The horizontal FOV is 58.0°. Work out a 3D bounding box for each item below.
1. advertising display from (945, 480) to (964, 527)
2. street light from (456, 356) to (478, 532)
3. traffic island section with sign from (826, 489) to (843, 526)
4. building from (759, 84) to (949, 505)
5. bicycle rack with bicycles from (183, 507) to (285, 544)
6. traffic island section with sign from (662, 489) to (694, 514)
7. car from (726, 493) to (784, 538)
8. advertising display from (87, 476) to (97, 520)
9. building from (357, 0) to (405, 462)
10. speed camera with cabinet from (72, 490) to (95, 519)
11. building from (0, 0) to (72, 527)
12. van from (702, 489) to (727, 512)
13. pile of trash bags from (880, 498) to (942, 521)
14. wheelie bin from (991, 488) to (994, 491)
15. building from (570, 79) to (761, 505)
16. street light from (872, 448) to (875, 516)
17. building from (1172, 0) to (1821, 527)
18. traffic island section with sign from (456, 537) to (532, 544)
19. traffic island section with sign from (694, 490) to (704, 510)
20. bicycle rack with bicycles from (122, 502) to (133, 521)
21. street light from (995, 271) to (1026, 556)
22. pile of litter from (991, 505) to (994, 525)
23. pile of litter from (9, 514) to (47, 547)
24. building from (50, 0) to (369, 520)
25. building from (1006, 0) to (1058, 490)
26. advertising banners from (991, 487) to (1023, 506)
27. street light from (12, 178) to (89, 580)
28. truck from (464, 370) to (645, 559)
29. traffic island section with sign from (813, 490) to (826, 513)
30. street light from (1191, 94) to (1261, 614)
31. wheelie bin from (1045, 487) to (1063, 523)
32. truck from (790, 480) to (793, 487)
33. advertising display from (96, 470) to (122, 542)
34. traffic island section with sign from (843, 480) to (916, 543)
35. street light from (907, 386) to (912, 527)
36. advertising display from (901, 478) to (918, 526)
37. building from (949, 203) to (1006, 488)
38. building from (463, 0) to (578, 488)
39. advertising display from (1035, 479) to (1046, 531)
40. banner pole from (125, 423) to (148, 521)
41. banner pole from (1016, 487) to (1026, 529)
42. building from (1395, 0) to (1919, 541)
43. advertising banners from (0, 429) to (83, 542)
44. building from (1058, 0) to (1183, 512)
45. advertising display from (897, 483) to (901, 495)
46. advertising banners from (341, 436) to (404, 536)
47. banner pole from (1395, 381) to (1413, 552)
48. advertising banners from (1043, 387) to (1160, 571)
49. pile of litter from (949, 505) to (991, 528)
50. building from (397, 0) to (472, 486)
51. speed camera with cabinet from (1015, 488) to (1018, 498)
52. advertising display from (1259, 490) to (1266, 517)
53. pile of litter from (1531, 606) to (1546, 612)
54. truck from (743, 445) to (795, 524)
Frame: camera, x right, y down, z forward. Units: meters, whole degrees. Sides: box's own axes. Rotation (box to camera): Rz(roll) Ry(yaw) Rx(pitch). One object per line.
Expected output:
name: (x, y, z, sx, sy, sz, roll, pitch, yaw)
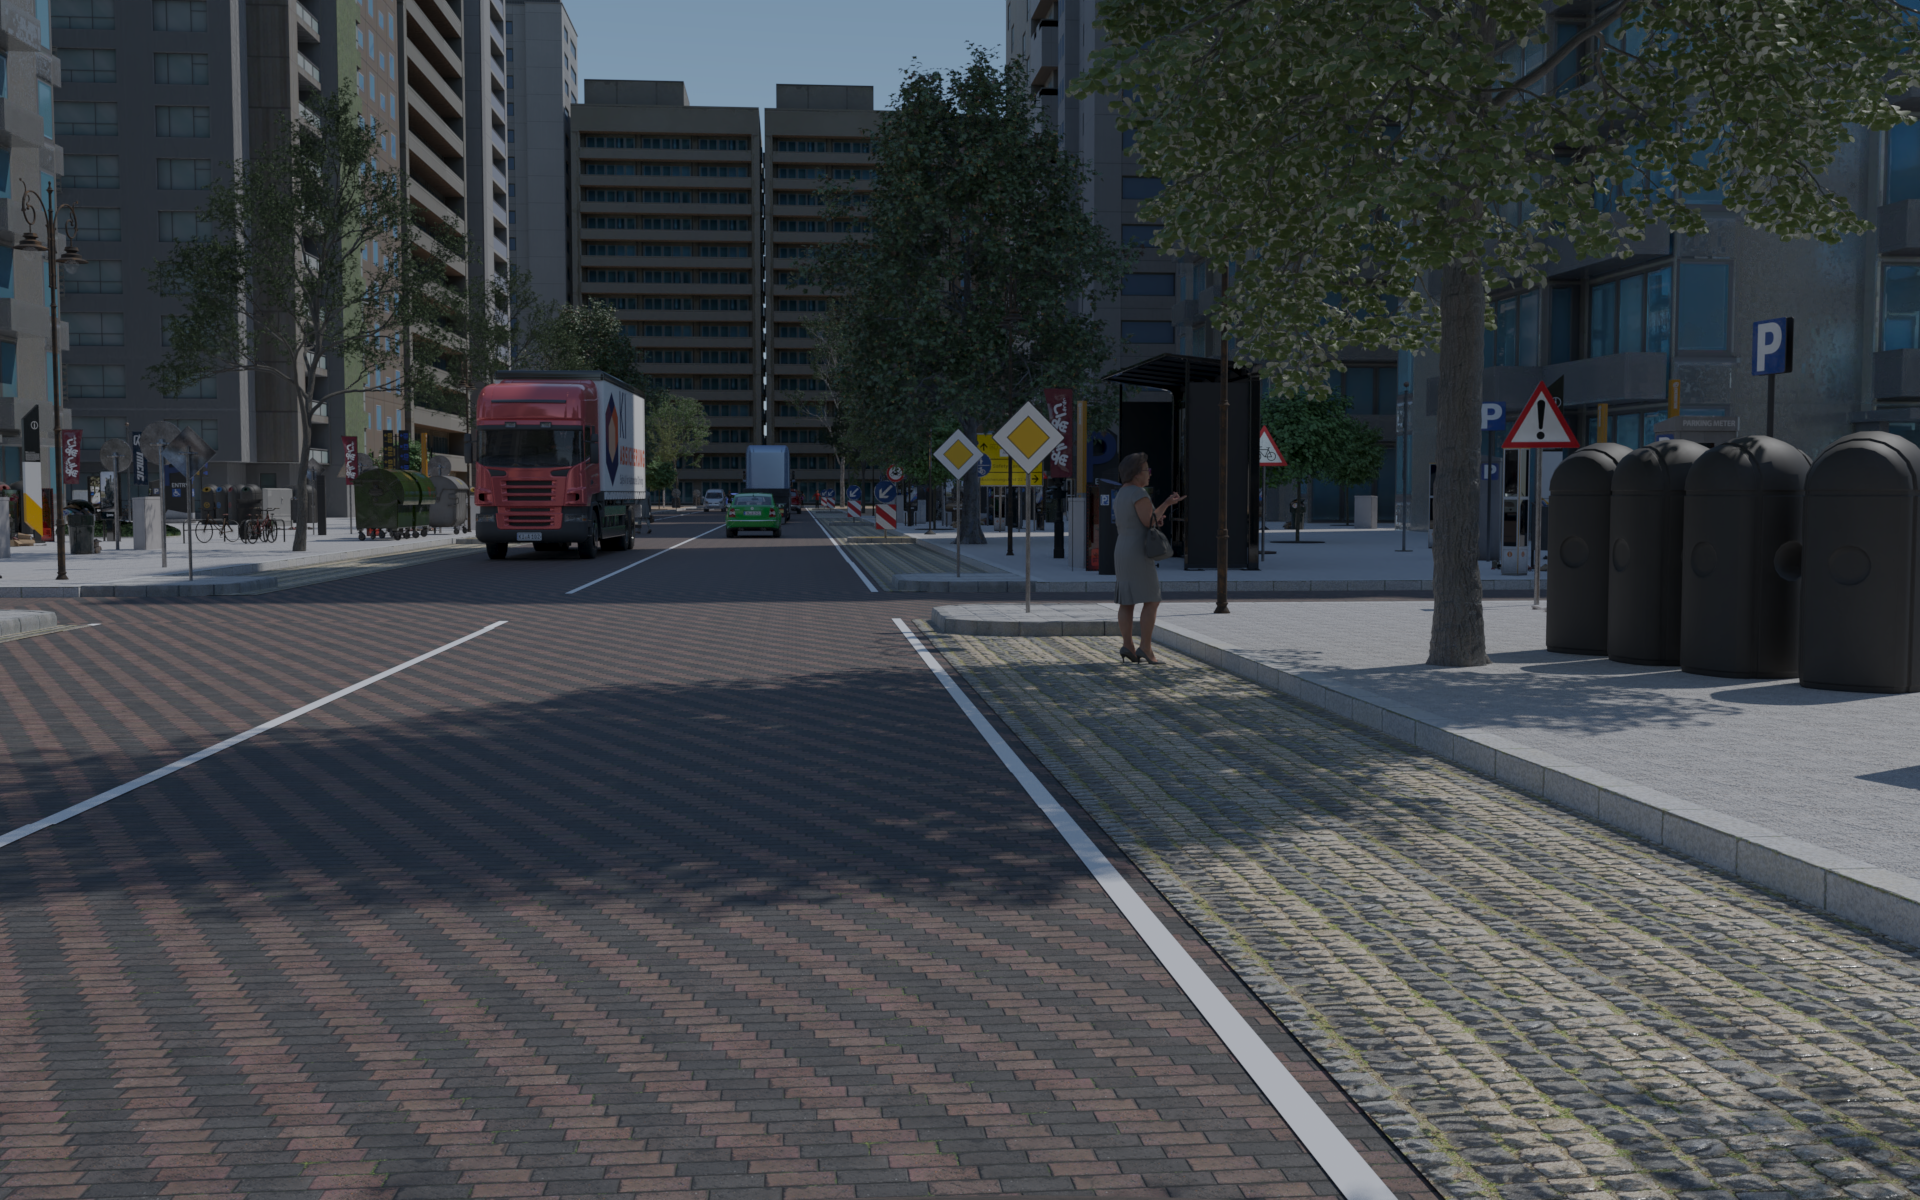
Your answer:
advertising display: (-0.099, -3.826, 67.773, 0.974, 1.923, 0.123, 0, 4, 4)
street light: (-16.499, -5.215, 58.053, 0.468, 5.910, 1.993, 0, 4, -5)
traffic island section with sign: (-4.905, -4.244, 78.017, 1.989, 1.847, 2.006, 0, 4, -5)
building: (-12.748, -35.809, 209.176, 21.600, 48.544, 21.300, 0, 4, -5)
bicycle rack with bicycles: (-18.913, -1.975, 45.670, 2.852, 0.926, 2.925, 1, 4, 12)
traffic island section with sign: (-20.745, -7.237, 126.948, 1.989, 1.847, 2.006, 0, 4, -5)
car: (-6.916, -3.028, 58.309, 1.959, 1.807, 4.718, 0, 4, -5)
advertising display: (-30.126, -3.391, 60.658, 0.123, 1.923, 0.974, 1, 4, 17)
building: (-42.581, -27.808, 104.773, 14.600, 45.320, 14.200, 0, 4, -5)
speed camera with cabinet: (-38.237, -4.903, 74.507, 2.038, 3.252, 0.660, -2, 4, -28)
building: (-44.018, -26.573, 54.075, 23.786, 49.044, 30.456, 0, 4, -5)
van: (-19.871, -8.159, 140.409, 2.013, 2.044, 4.112, 0, 4, -4)
pile of trash bags: (-2.782, -5.049, 92.305, 3.447, 1.369, 1.912, -3, 5, -43)
wheelie bin: (1.946, -5.397, 96.149, 0.980, 1.594, 0.693, -2, 4, -23)
building: (-34.230, -35.670, 206.914, 21.600, 48.544, 21.300, 0, 4, -5)
street light: (-5.071, -7.856, 101.234, 0.468, 5.910, 1.993, 0, 4, -5)
building: (23.506, -28.656, 88.132, 23.786, 49.044, 30.456, 0, 4, -5)
traffic island section with sign: (-13.415, -2.539, 50.140, 1.989, 1.847, 2.006, 0, 4, -5)
traffic island section with sign: (-23.310, -8.878, 153.782, 1.989, 1.847, 2.006, 0, 4, -5)
bicycle rack with bicycles: (-38.873, -4.174, 81.632, 2.925, 0.926, 2.852, 0, 4, 1)
street light: (1.047, -3.867, 36.017, 0.468, 5.910, 1.993, 0, 4, -5)
pile of litter: (1.308, -3.500, 71.182, 1.719, 0.858, 1.176, 1, 4, 22)
pile of litter: (-23.269, -1.742, 42.449, 1.719, 0.858, 1.176, -3, 5, -43)
building: (-40.098, -24.886, 90.486, 14.154, 41.232, 14.086, 0, 4, -5)
building: (18.840, -34.363, 151.067, 28.713, 52.752, 27.495, 0, 4, -5)
advertising banners: (2.161, -5.206, 81.298, 2.074, 3.025, 0.090, 2, 4, 28)
street light: (-13.445, -3.239, 25.753, 0.468, 5.910, 1.993, 0, 4, -5)
truck: (-9.446, -3.221, 41.585, 2.839, 4.237, 11.283, 0, 4, -4)
traffic island section with sign: (-9.673, -7.301, 127.992, 1.989, 1.847, 2.006, 0, 4, -5)
street light: (2.819, -2.794, 18.464, 0.468, 5.910, 1.993, 0, 4, -5)
wheelie bin: (4.191, -4.272, 77.756, 0.980, 1.594, 0.693, 3, 5, 43)
truck: (-16.122, -9.906, 150.875, 2.839, 4.237, 11.283, 0, 4, -4)
advertising display: (-23.009, -2.552, 46.934, 0.974, 1.923, 0.123, 3, 4, 38)
traffic island section with sign: (-2.341, -2.603, 51.184, 1.989, 1.847, 2.006, 0, 4, -5)
street light: (-1.992, -5.843, 68.318, 0.468, 5.910, 1.993, 0, 4, -5)
advertising display: (-1.996, -3.968, 70.095, 0.123, 1.923, 0.974, 2, 4, 28)
building: (5.377, -34.107, 207.764, 14.200, 45.320, 14.600, 0, 4, -5)
building: (-59.471, -40.510, 204.338, 28.212, 58.520, 21.231, 0, 4, -5)
advertising display: (2.835, -3.418, 61.102, 0.123, 1.923, 0.974, -1, 4, -13)
banner pole: (-28.966, -4.333, 60.859, 0.863, 3.779, 0.401, -2, 4, -32)
banner pole: (2.361, -4.502, 63.632, 0.401, 3.779, 0.863, 2, 4, 30)
building: (29.048, -26.406, 51.345, 30.456, 49.044, 23.786, 0, 4, -5)
advertising banners: (-24.592, -3.070, 46.380, 2.074, 3.025, 0.090, -1, 4, -20)
building: (17.513, -35.525, 122.838, 21.231, 58.520, 28.212, 0, 4, -5)
advertising display: (-3.148, -5.848, 100.832, 0.974, 1.923, 0.123, -1, 4, -9)
advertising banners: (-17.792, -3.449, 52.583, 0.090, 3.025, 2.074, 3, 5, 42)
banner pole: (9.956, -2.985, 38.816, 0.401, 3.779, 0.863, 1, 4, 10)
advertising banners: (2.354, -1.994, 28.789, 2.074, 3.025, 0.090, -1, 4, -18)
pile of litter: (0.109, -3.166, 65.731, 1.176, 0.858, 1.719, 3, 4, 37)
building: (-47.665, -30.485, 122.139, 21.300, 48.544, 21.600, 0, 4, -5)
speed camera with cabinet: (3.860, -6.087, 93.864, 2.038, 3.252, 0.660, 3, 5, 43)
advertising display: (8.739, -2.874, 52.205, 0.974, 1.923, 0.123, 1, 4, 18)
pile of litter: (7.142, -0.324, 19.260, 1.719, 0.858, 1.176, 0, 4, -6)
truck: (-10.144, -6.131, 90.000, 2.967, 4.110, 18.799, 0, 4, -5)
